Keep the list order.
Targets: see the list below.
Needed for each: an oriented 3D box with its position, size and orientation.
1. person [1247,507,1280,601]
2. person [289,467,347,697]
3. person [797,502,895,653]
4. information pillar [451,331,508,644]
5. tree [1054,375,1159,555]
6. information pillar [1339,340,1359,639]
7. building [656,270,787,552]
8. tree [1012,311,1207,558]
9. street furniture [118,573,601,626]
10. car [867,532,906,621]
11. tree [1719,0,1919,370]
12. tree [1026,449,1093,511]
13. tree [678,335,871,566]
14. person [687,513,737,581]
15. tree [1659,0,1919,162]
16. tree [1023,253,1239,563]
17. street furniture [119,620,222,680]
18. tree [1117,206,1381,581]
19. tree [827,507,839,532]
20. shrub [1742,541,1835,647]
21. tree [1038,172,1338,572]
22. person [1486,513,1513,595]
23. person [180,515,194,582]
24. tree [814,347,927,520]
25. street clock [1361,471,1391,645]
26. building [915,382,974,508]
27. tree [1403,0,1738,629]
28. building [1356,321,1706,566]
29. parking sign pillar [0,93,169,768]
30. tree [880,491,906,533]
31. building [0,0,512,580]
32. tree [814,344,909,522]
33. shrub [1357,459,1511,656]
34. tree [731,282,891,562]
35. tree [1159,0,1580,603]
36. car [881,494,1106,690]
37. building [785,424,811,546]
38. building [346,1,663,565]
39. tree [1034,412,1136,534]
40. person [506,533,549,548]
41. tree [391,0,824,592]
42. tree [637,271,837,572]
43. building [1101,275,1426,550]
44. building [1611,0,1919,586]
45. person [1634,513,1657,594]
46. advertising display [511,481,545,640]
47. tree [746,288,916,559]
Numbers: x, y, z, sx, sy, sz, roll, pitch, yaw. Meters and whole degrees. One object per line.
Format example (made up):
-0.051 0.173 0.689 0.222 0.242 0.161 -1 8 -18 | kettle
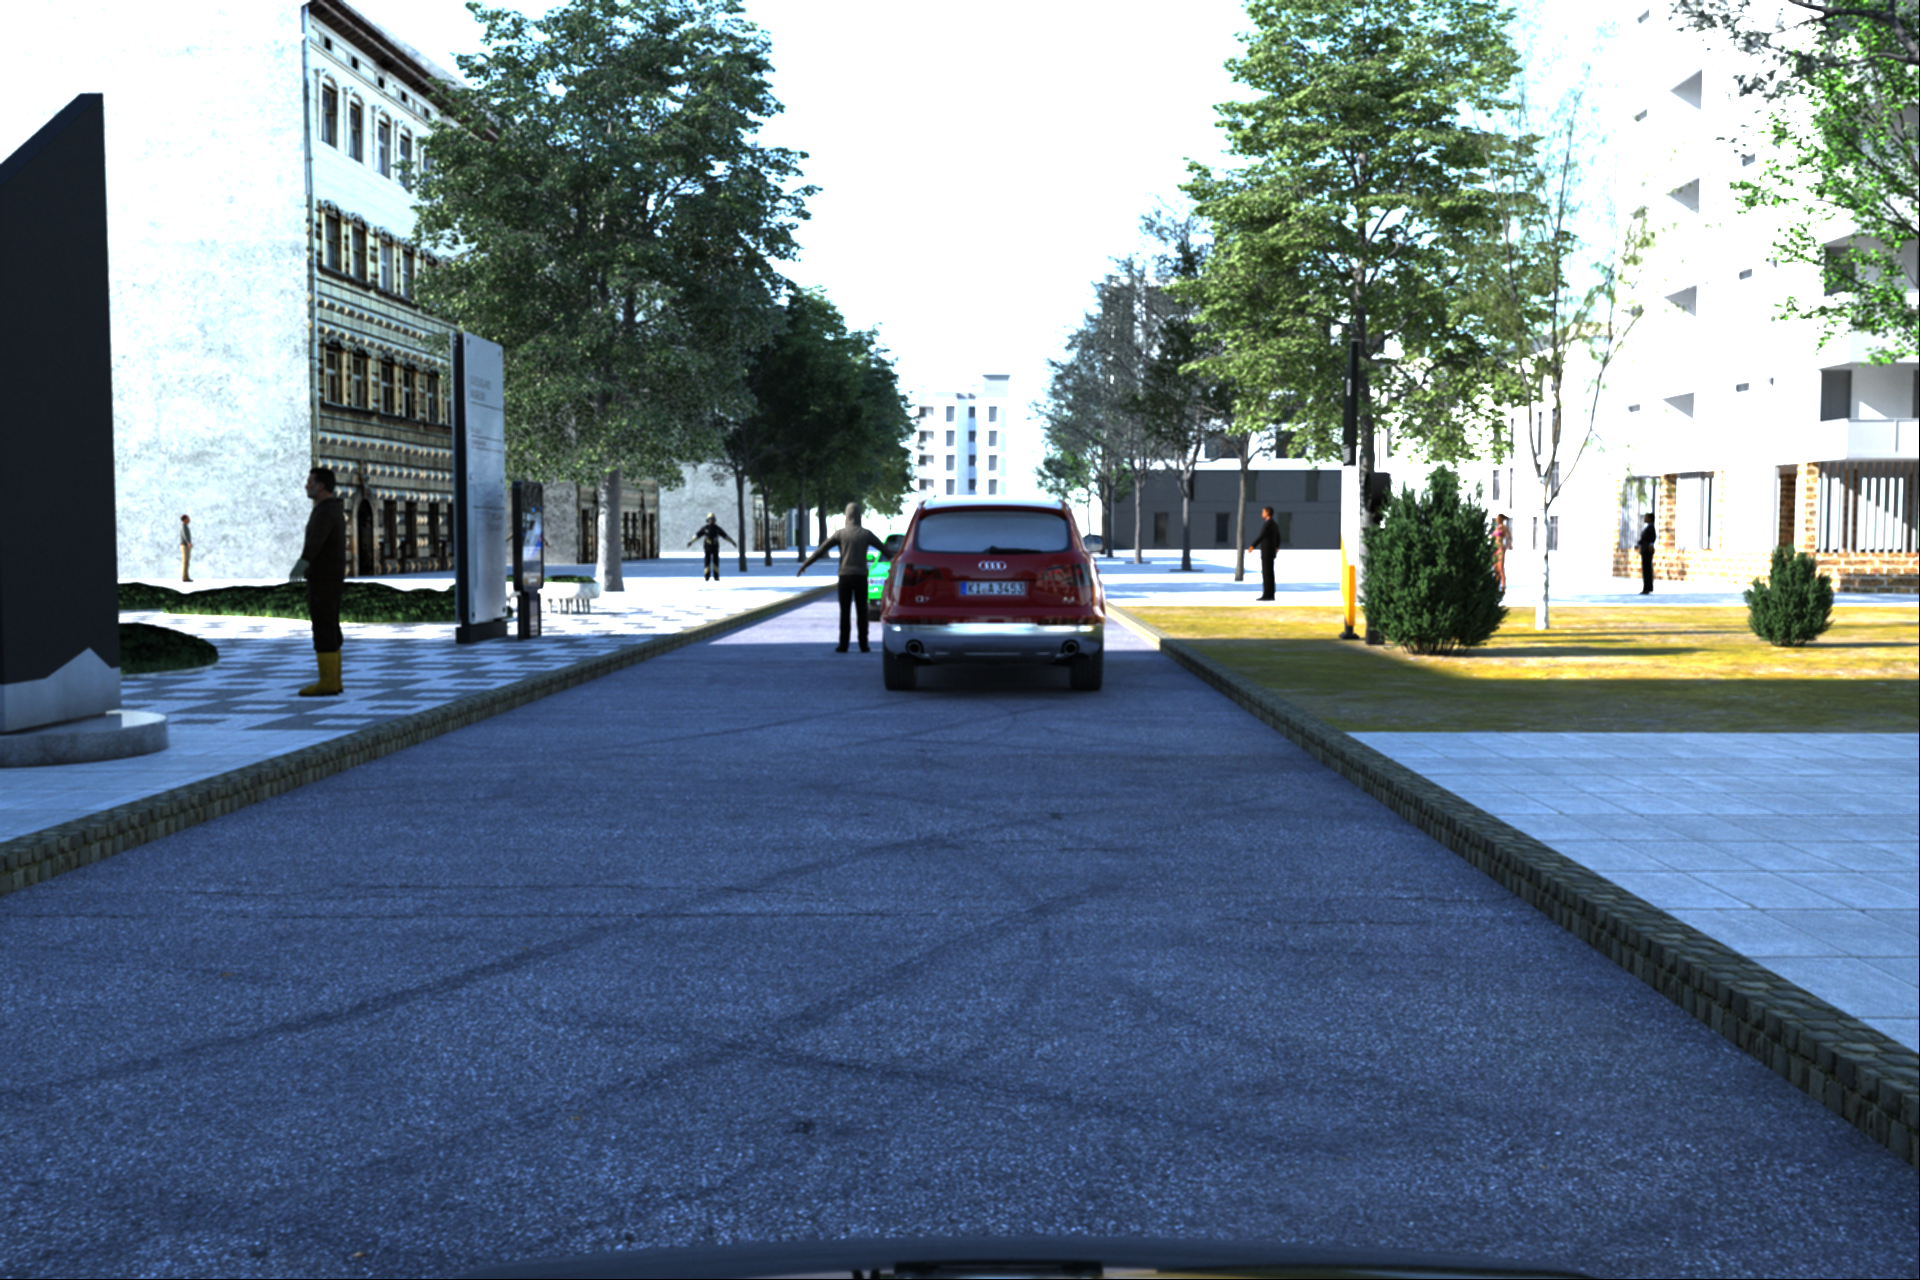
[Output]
5.896 -1.655 33.279 0.704 1.802 1.346 2 4 33 | person
-5.103 -0.470 13.819 0.704 1.812 1.346 -1 4 -10 | person
-1.296 -0.760 21.008 1.348 1.813 0.705 -1 4 -9 | person
-5.804 -1.813 20.953 0.184 3.620 1.656 0 4 0 | information pillar
8.974 -11.051 106.446 9.928 11.665 9.643 0 3 0 | tree
4.778 -1.828 21.238 0.183 3.616 0.504 0 4 1 | information pillar
-23.928 -18.575 134.627 19.493 23.208 18.063 0 4 2 | building
7.977 -11.171 93.012 12.009 13.543 11.850 0 3 0 | tree
-10.602 -0.770 28.222 10.072 0.657 5.734 2 4 34 | street furniture
-0.652 -1.285 29.803 1.959 1.807 4.718 0 4 1 | car
16.616 -6.252 27.984 9.928 11.665 9.643 0 3 0 | tree
11.992 -17.144 206.057 9.928 11.665 9.643 0 3 0 | tree
-7.586 -8.241 69.147 8.767 10.594 7.601 0 4 5 | tree
-6.772 -2.536 47.250 1.354 1.856 0.705 -1 4 -15 | person
6.849 -6.057 9.408 12.009 13.543 11.850 0 3 0 | tree
7.882 -10.110 75.663 12.009 13.543 11.850 0 3 0 | tree
-11.905 0.045 14.889 10.072 0.657 5.734 -2 4 -35 | street furniture
7.904 -6.868 46.696 7.601 10.594 8.767 -1 4 -12 | tree
-14.738 -15.414 202.388 4.737 8.622 4.395 0 3 0 | tree
9.461 -0.530 19.784 1.383 1.207 1.383 0 3 0 | shrub
7.750 -9.100 59.161 12.009 13.543 11.850 0 3 0 | tree
11.373 -1.829 36.707 0.721 1.733 1.217 -1 4 -13 | person
-20.620 -2.442 46.196 0.705 1.796 1.348 -2 4 -26 | person
-6.930 -12.831 116.446 9.857 13.997 8.962 0 3 0 | tree
4.810 -0.945 20.014 0.358 2.002 0.471 0 4 2 | street clock
-4.978 -21.387 208.559 11.380 20.090 16.016 0 4 5 | building
7.924 -4.465 23.372 4.360 8.622 3.978 0 3 0 | tree
25.499 -8.583 82.474 9.099 9.664 28.070 0 4 1 | building
-5.439 -1.320 10.051 1.447 3.967 1.447 0 4 1 | parking sign pillar
-8.347 -15.598 205.383 4.737 8.622 4.395 0 3 0 | tree
-26.991 -13.838 57.172 19.493 23.208 18.063 0 4 2 | building
-6.977 -11.378 104.155 7.486 12.596 7.792 0 3 0 | tree
5.054 -0.881 18.450 1.661 2.075 1.752 0 3 0 | shrub
-6.989 -9.783 78.080 7.486 12.596 7.792 0 3 0 | tree
7.288 -6.983 32.296 7.486 12.596 7.792 0 3 0 | tree
0.344 -0.536 17.435 2.281 1.827 5.304 0 4 1 | car
-25.738 -19.168 179.858 16.747 18.905 31.486 0 4 2 | building
-25.109 -15.299 81.072 19.493 23.208 18.063 0 4 1 | building
8.426 -11.117 116.180 7.601 10.594 8.767 0 4 -5 | tree
-11.599 -2.451 46.197 1.348 1.813 0.705 0 4 4 | person
-7.856 -8.041 38.130 9.857 13.997 8.962 0 3 0 | tree
-7.698 -7.605 58.753 7.601 10.594 8.767 -3 5 -40 | tree
26.252 -18.910 153.158 27.936 21.610 32.646 0 4 1 | building
24.545 -11.814 49.578 16.016 20.090 11.380 0 4 1 | building
14.614 -1.851 36.990 0.721 1.740 1.216 0 4 6 | person
-5.306 -0.985 21.311 0.123 1.923 0.974 0 4 2 | advertising display
-7.086 -11.176 89.381 9.857 13.997 8.962 0 3 0 | tree
